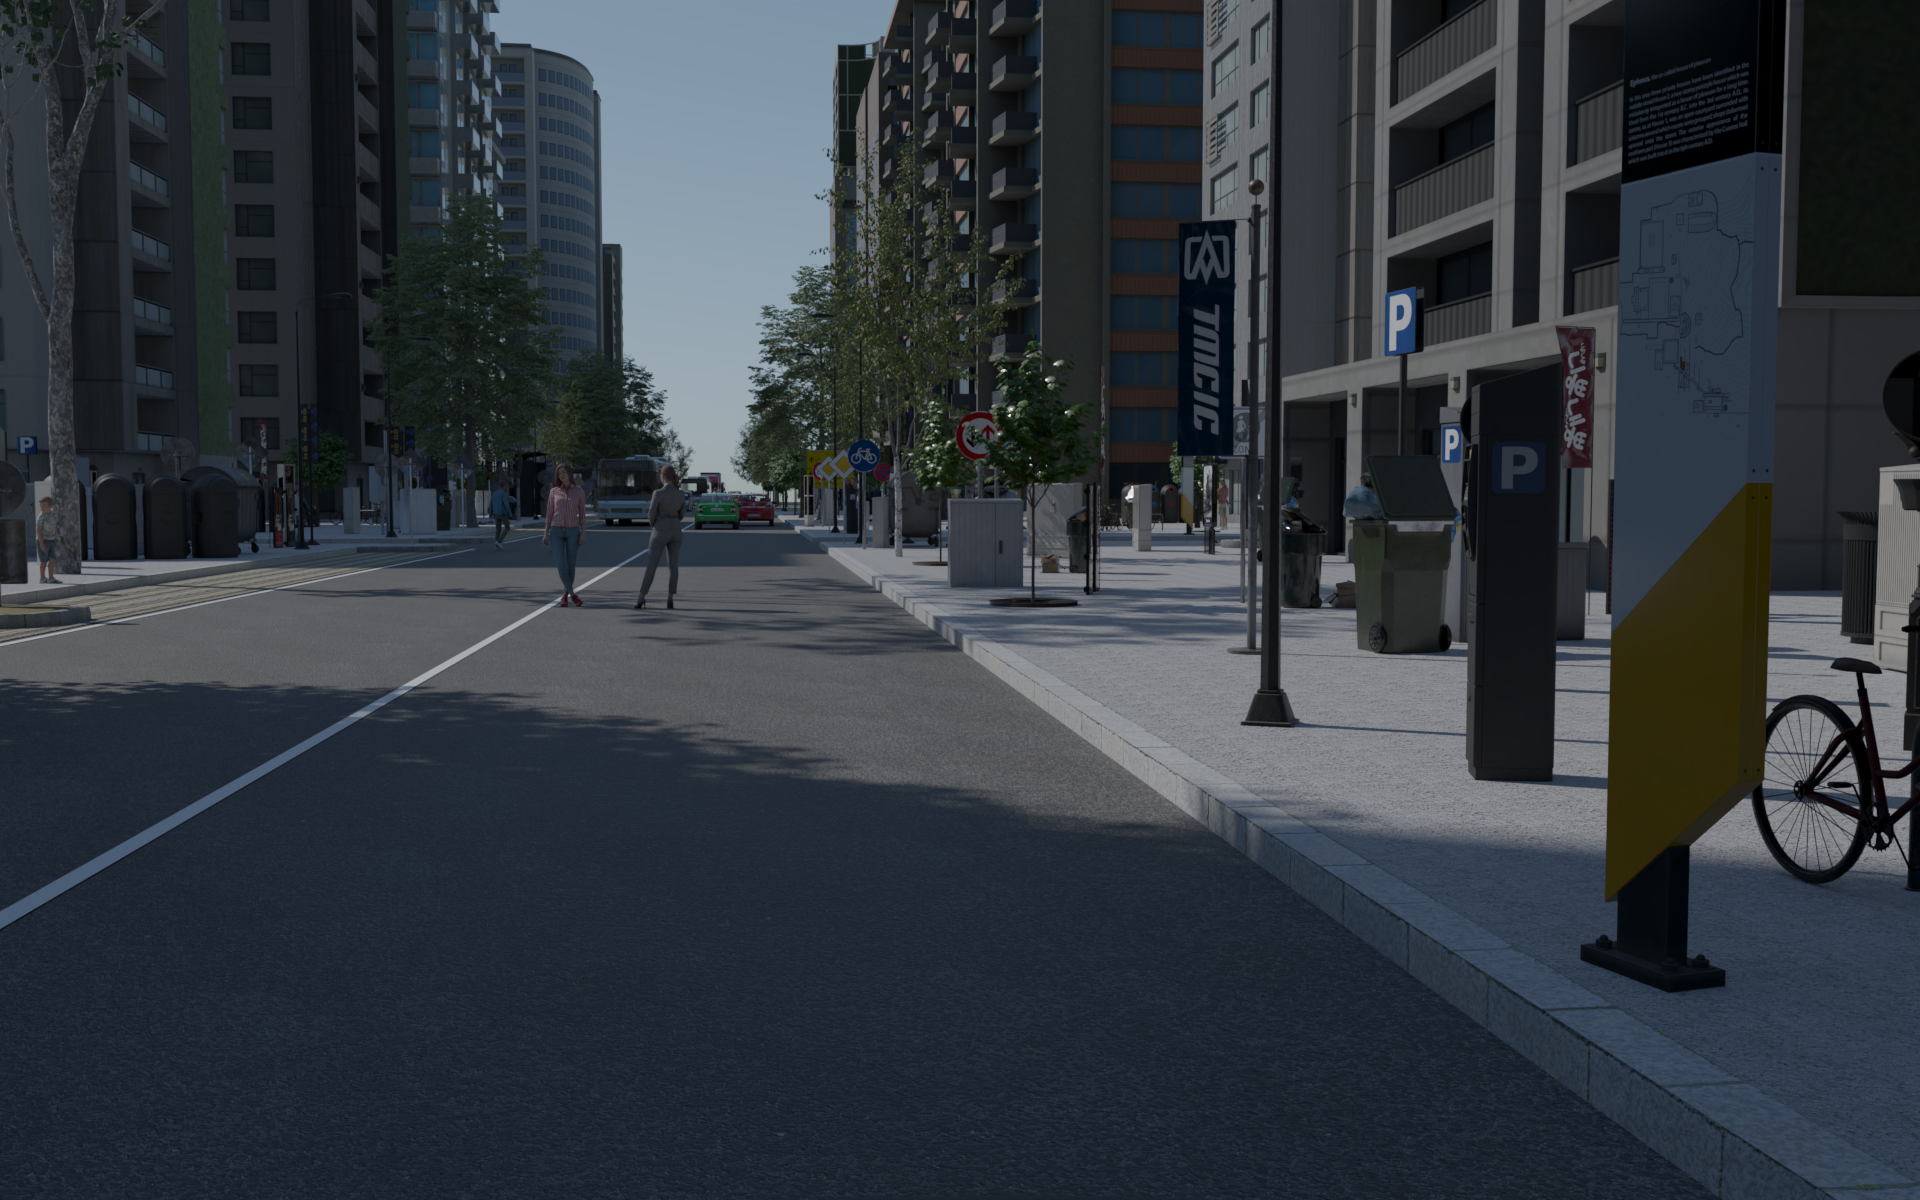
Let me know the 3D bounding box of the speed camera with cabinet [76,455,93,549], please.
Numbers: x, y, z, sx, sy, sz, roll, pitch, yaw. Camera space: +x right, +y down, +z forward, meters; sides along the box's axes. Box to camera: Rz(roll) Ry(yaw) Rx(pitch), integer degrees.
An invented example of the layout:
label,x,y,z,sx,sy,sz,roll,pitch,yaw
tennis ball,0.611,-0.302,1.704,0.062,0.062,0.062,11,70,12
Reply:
label,x,y,z,sx,sy,sz,roll,pitch,yaw
speed camera with cabinet,-20.723,-2.845,40.855,0.660,3.252,2.038,-3,5,-39

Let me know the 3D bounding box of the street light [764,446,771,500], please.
label,x,y,z,sx,sy,sz,roll,pitch,yaw
street light,-13.991,-9.742,131.828,1.470,5.913,1.316,0,4,-7

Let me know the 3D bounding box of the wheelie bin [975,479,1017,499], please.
label,x,y,z,sx,sy,sz,roll,pitch,yaw
wheelie bin,0.757,-1.794,37.238,0.980,1.594,0.693,0,4,-3

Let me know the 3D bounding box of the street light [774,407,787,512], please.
label,x,y,z,sx,sy,sz,roll,pitch,yaw
street light,-9.012,-7.311,92.076,1.470,5.913,1.316,0,4,-7

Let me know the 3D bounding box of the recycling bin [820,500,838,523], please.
label,x,y,z,sx,sy,sz,roll,pitch,yaw
recycling bin,-5.763,-3.901,76.335,0.722,1.027,0.722,0,4,2

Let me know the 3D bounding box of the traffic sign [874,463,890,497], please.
label,x,y,z,sx,sy,sz,roll,pitch,yaw
traffic sign,-3.159,-4.370,71.563,0.768,2.556,0.104,0,4,1

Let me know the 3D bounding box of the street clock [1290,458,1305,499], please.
label,x,y,z,sx,sy,sz,roll,pitch,yaw
street clock,6.665,-1.823,34.381,0.358,2.002,0.471,1,4,12

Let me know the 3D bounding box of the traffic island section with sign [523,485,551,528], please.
label,x,y,z,sx,sy,sz,roll,pitch,yaw
traffic island section with sign,-17.623,-4.011,74.203,1.989,1.847,2.006,0,4,-7

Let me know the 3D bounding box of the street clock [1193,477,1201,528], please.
label,x,y,z,sx,sy,sz,roll,pitch,yaw
street clock,8.960,-3.715,65.316,0.471,2.002,0.358,2,4,25

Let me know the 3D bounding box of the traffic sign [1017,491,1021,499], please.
label,x,y,z,sx,sy,sz,roll,pitch,yaw
traffic sign,1.096,-1.972,32.345,0.768,2.556,0.104,0,4,-6

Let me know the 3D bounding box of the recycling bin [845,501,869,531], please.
label,x,y,z,sx,sy,sz,roll,pitch,yaw
recycling bin,-3.666,-2.980,61.275,0.722,1.027,0.722,1,4,18

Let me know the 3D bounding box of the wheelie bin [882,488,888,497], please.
label,x,y,z,sx,sy,sz,roll,pitch,yaw
wheelie bin,-3.896,-5.502,97.871,0.980,1.594,0.693,-1,4,-11

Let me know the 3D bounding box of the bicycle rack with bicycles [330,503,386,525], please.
label,x,y,z,sx,sy,sz,roll,pitch,yaw
bicycle rack with bicycles,-24.536,-3.628,72.695,2.925,0.926,2.852,2,4,24

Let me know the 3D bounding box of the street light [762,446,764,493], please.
label,x,y,z,sx,sy,sz,roll,pitch,yaw
street light,-18.327,-11.894,167.006,1.470,5.913,1.316,0,4,-7

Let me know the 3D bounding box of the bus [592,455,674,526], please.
label,x,y,z,sx,sy,sz,roll,pitch,yaw
bus,-15.226,-5.320,81.835,2.948,3.499,13.247,0,4,-6

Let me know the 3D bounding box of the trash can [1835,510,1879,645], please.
label,x,y,z,sx,sy,sz,roll,pitch,yaw
trash can,7.910,-0.196,14.858,0.748,1.137,0.748,0,3,0

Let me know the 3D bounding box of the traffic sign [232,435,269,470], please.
label,x,y,z,sx,sy,sz,roll,pitch,yaw
traffic sign,-15.774,-2.372,38.523,0.795,2.593,0.064,0,4,-4

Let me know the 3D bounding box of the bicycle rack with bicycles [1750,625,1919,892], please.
label,x,y,z,sx,sy,sz,roll,pitch,yaw
bicycle rack with bicycles,3.904,0.537,4.595,2.852,0.926,2.925,0,4,-2

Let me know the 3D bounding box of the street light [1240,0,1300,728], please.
label,x,y,z,sx,sy,sz,roll,pitch,yaw
street light,1.194,-2.256,9.434,1.470,5.913,1.316,0,4,-7

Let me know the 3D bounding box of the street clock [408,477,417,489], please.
label,x,y,z,sx,sy,sz,roll,pitch,yaw
street clock,-23.834,-4.338,75.492,0.358,2.002,0.471,0,4,3

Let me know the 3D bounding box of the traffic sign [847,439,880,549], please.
label,x,y,z,sx,sy,sz,roll,pitch,yaw
traffic sign,-2.224,-2.450,40.171,0.768,2.556,0.104,0,4,2

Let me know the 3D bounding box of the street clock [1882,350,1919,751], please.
label,x,y,z,sx,sy,sz,roll,pitch,yaw
street clock,4.839,-0.248,8.628,0.471,2.002,0.358,2,4,30

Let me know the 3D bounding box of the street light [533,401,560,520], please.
label,x,y,z,sx,sy,sz,roll,pitch,yaw
street light,-20.583,-6.953,86.226,1.470,5.913,1.316,0,4,-7

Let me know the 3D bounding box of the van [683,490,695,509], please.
label,x,y,z,sx,sy,sz,roll,pitch,yaw
van,-26.198,-9.629,164.446,2.013,2.044,4.112,0,4,-7

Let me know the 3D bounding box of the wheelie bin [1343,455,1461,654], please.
label,x,y,z,sx,sy,sz,roll,pitch,yaw
wheelie bin,3.568,-0.381,14.144,0.980,1.594,0.693,-1,4,-15

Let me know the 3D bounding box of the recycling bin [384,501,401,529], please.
label,x,y,z,sx,sy,sz,roll,pitch,yaw
recycling bin,-20.524,-3.124,63.626,0.722,1.027,0.722,2,4,31

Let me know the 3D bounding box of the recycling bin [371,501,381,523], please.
label,x,y,z,sx,sy,sz,roll,pitch,yaw
recycling bin,-25.957,-3.976,77.557,0.722,1.027,0.722,-1,4,-22

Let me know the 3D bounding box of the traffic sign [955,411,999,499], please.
label,x,y,z,sx,sy,sz,roll,pitch,yaw
traffic sign,0.314,-1.625,26.668,0.768,2.556,0.104,0,4,1

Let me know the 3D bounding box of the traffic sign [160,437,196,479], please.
label,x,y,z,sx,sy,sz,roll,pitch,yaw
traffic sign,-17.610,-2.380,39.016,0.768,2.556,0.104,0,4,-4

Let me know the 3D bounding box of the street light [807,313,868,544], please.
label,x,y,z,sx,sy,sz,roll,pitch,yaw
street light,-3.093,-4.408,44.617,1.470,5.913,1.316,0,4,-7

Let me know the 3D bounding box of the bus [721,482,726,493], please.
label,x,y,z,sx,sy,sz,roll,pitch,yaw
bus,-36.781,-16.305,261.450,2.948,3.499,13.247,0,4,-6

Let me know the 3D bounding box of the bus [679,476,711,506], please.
label,x,y,z,sx,sy,sz,roll,pitch,yaw
bus,-26.395,-10.918,173.360,2.948,3.499,13.247,0,4,-6

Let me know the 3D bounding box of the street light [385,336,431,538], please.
label,x,y,z,sx,sy,sz,roll,pitch,yaw
street light,-16.257,-4.802,51.047,1.470,5.913,1.316,0,4,-7

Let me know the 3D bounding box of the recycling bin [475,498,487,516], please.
label,x,y,z,sx,sy,sz,roll,pitch,yaw
recycling bin,-28.585,-5.532,102.998,0.722,1.027,0.722,-3,5,-40

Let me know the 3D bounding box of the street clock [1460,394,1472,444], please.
label,x,y,z,sx,sy,sz,roll,pitch,yaw
street clock,3.538,-0.419,11.428,0.471,2.002,0.358,1,4,21

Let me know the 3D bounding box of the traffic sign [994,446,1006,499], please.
label,x,y,z,sx,sy,sz,roll,pitch,yaw
traffic sign,0.618,-1.773,29.091,0.768,2.556,0.104,0,4,-6

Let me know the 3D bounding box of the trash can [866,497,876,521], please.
label,x,y,z,sx,sy,sz,roll,pitch,yaw
trash can,-4.153,-4.285,81.712,0.748,1.137,0.748,0,3,0

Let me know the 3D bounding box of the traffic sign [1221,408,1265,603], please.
label,x,y,z,sx,sy,sz,roll,pitch,yaw
traffic sign,3.328,-1.113,20.332,0.606,2.300,0.079,0,4,-3

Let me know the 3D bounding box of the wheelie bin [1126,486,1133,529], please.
label,x,y,z,sx,sy,sz,roll,pitch,yaw
wheelie bin,6.565,-3.433,64.040,0.693,1.594,0.980,-3,5,-40

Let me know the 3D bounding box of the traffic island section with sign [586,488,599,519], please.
label,x,y,z,sx,sy,sz,roll,pitch,yaw
traffic island section with sign,-20.951,-5.647,100.953,1.989,1.847,2.006,0,4,-7

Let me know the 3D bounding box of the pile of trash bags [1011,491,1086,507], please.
label,x,y,z,sx,sy,sz,roll,pitch,yaw
pile of trash bags,2.840,-2.826,55.953,3.447,1.369,1.912,2,4,25

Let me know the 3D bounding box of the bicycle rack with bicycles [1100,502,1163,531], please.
label,x,y,z,sx,sy,sz,roll,pitch,yaw
bicycle rack with bicycles,5.691,-2.877,60.421,2.852,0.926,2.925,2,4,34

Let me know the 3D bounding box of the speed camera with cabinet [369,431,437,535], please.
label,x,y,z,sx,sy,sz,roll,pitch,yaw
speed camera with cabinet,-17.599,-3.693,54.712,0.660,3.252,2.038,3,5,41

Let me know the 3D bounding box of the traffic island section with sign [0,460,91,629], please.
label,x,y,z,sx,sy,sz,roll,pitch,yaw
traffic island section with sign,-10.791,-0.636,19.032,1.989,1.847,2.006,0,4,-7

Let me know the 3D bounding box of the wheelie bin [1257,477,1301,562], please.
label,x,y,z,sx,sy,sz,roll,pitch,yaw
wheelie bin,5.998,-1.517,32.716,0.980,1.594,0.693,2,4,35

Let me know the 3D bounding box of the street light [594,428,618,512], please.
label,x,y,z,sx,sy,sz,roll,pitch,yaw
street light,-24.974,-9.105,121.403,1.470,5.913,1.316,0,4,-7

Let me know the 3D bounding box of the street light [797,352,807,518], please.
label,x,y,z,sx,sy,sz,roll,pitch,yaw
street light,-4.643,-5.160,56.903,1.470,5.913,1.316,0,4,-7

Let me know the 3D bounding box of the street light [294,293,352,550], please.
label,x,y,z,sx,sy,sz,roll,pitch,yaw
street light,-14.728,-4.130,40.063,1.470,5.913,1.316,0,4,-7

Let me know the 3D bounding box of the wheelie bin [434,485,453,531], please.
label,x,y,z,sx,sy,sz,roll,pitch,yaw
wheelie bin,-18.186,-3.224,60.618,0.693,1.594,0.980,-3,5,-44

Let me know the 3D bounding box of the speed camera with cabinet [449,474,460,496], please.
label,x,y,z,sx,sy,sz,roll,pitch,yaw
speed camera with cabinet,-34.223,-7.450,116.150,0.660,3.252,2.038,1,4,16
